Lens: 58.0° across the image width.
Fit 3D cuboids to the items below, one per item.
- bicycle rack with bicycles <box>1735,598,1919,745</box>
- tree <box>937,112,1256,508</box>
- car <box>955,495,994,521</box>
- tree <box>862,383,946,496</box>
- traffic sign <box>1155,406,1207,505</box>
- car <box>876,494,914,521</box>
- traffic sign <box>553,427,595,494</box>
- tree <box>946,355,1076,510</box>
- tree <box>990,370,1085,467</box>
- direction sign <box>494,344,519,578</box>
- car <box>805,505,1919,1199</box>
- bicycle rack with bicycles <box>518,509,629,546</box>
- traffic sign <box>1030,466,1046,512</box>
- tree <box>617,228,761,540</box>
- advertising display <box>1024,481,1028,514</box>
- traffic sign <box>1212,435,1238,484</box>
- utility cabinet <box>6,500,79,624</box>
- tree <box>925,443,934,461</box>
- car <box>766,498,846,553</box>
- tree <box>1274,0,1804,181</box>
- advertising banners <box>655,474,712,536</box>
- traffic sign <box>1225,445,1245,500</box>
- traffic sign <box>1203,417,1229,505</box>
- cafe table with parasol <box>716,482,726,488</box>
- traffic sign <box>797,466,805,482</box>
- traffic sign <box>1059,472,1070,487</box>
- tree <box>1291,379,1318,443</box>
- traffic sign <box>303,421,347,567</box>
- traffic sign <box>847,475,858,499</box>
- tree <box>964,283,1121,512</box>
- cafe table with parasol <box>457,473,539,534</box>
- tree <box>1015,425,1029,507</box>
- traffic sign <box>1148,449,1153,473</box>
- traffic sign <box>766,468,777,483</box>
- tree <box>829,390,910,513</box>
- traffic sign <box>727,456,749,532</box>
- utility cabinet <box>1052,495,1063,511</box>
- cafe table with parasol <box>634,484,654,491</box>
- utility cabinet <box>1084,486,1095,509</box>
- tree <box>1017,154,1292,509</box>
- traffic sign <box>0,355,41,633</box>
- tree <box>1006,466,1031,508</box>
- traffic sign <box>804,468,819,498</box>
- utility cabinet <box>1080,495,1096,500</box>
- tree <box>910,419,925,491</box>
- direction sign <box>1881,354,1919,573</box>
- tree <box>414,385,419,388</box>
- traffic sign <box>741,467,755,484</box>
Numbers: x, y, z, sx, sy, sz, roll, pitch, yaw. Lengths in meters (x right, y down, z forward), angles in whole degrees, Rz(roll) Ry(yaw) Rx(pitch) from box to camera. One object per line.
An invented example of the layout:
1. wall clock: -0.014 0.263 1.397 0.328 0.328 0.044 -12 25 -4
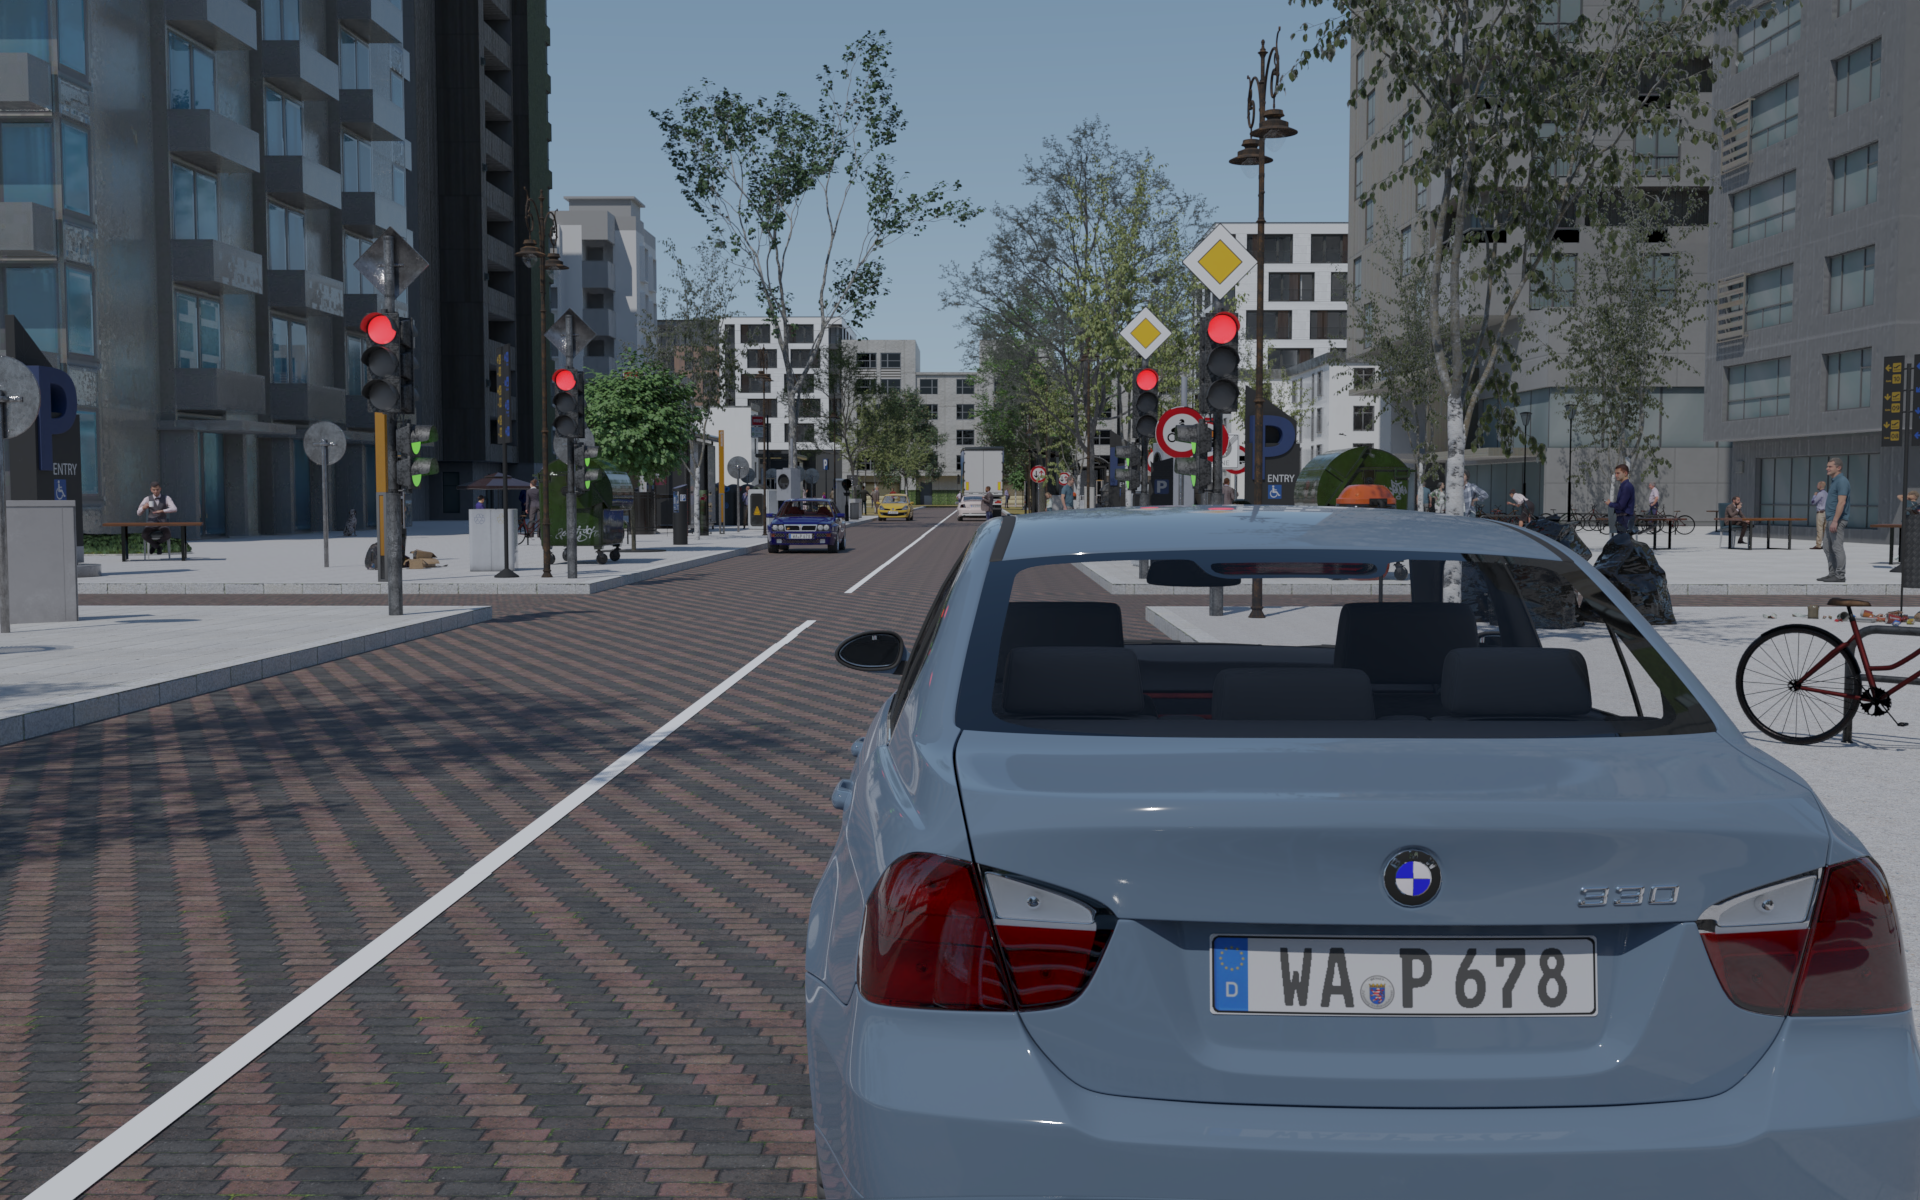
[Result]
1. bicycle rack with bicycles: 5.826 0.291 8.626 2.852 0.926 2.925 -3 5 -40
2. tree: 4.253 -8.964 56.925 12.009 13.543 11.850 0 3 0
3. car: 0.789 -4.938 93.096 2.083 1.381 4.827 0 4 -1
4. tree: -5.603 -16.026 179.030 9.611 12.733 9.660 0 3 0
5. traffic sign: 3.220 -1.535 25.202 0.768 2.556 0.104 0 4 4
6. car: -3.447 -5.064 93.022 2.015 1.641 3.980 0 4 2
7. traffic sign: -6.825 -1.865 30.604 0.768 2.556 0.104 0 4 8
8. tree: 5.344 -13.614 139.598 9.611 12.733 9.660 0 3 0
9. tree: 5.816 -11.773 126.899 7.601 10.594 8.767 0 4 -8
10. direction sign: -6.972 -2.112 26.534 0.379 3.537 0.876 -2 4 -26
11. car: 0.638 0.462 4.451 2.014 1.417 4.499 0 4 1
12. bicycle rack with bicycles: -9.587 -1.852 43.668 2.925 0.926 2.852 2 4 28
13. traffic sign: 3.517 -4.727 77.397 0.768 2.556 0.104 0 4 2
14. tree: -7.441 -5.997 48.421 4.360 8.622 3.978 0 3 0
15. advertising display: 3.346 -5.074 88.168 0.123 1.923 0.974 0 4 -1
16. traffic sign: 4.405 -1.660 29.276 0.606 2.300 0.079 1 4 10
17. utility cabinet: -9.374 -0.371 17.229 1.020 1.237 0.306 -3 4 -38
18. tree: -4.890 -12.968 162.392 4.737 8.622 4.395 0 3 0
19. car: -3.806 -1.877 43.263 1.945 1.354 3.894 0 3 0
20. tree: 4.112 -3.852 13.345 4.360 8.622 3.978 0 3 0
21. advertising banners: -8.462 -3.452 52.626 2.074 3.025 0.090 -3 5 -40
22. traffic sign: 7.142 -2.737 44.851 0.768 2.556 0.104 0 4 6
23. traffic sign: 4.050 -1.742 28.582 0.768 2.556 0.104 1 4 9
24. cafe table with parasol: -13.864 -5.793 99.581 2.610 1.966 2.610 3 5 42
25. traffic sign: -7.325 -4.756 77.865 0.768 2.556 0.104 1 4 10
26. traffic sign: 6.072 -6.182 101.187 0.768 2.556 0.104 0 4 4
27. tree: 13.868 -7.874 79.094 4.737 8.622 4.395 0 3 0
28. traffic sign: -11.100 -1.845 30.272 0.768 2.556 0.104 0 4 2
29. traffic sign: -5.762 -5.535 92.625 0.606 2.300 0.079 1 4 9
30. tree: 4.027 -9.594 82.614 9.928 11.665 9.643 0 3 0
31. cafe table with parasol: -14.676 -3.070 55.066 2.610 1.966 2.610 1 4 12
32. tree: 5.464 -13.620 173.045 4.360 8.622 3.978 0 3 0
33. traffic sign: 5.224 -2.785 45.642 0.768 2.556 0.104 0 4 6
34. traffic sign: -9.319 -5.255 86.030 0.768 2.556 0.104 0 4 1
35. tree: -6.720 -10.216 117.401 4.737 8.622 4.395 0 3 0
36. traffic sign: -7.438 -3.545 58.064 0.768 2.556 0.104 0 4 7
37. utility cabinet: 4.993 -4.666 87.445 1.020 1.237 0.306 0 4 6
38. cafe table with parasol: -15.995 -5.207 90.006 2.610 1.966 2.610 3 5 43
39. utility cabinet: 3.806 -2.578 50.826 0.318 1.500 1.173 0 4 4
40. tree: 3.884 -5.350 37.842 4.737 8.622 4.395 0 3 0
41. traffic sign: -8.824 -0.968 15.930 0.768 2.556 0.104 0 4 4
42. tree: 5.853 -10.977 163.179 4.285 4.588 4.351 0 3 0
43. traffic sign: -7.314 -5.220 85.446 0.768 2.556 0.104 0 4 1
44. utility cabinet: 5.896 -4.245 80.568 0.306 1.237 1.020 3 5 41
45. tree: -5.805 -10.600 123.678 4.737 8.622 4.395 0 3 0
46. direction sign: 15.423 -2.216 28.235 0.379 3.537 0.876 -2 4 -27
47. tree: -25.851 -7.612 74.827 4.360 8.622 3.978 0 3 0
48. traffic sign: -10.078 -5.015 82.106 0.768 2.556 0.104 0 4 8
